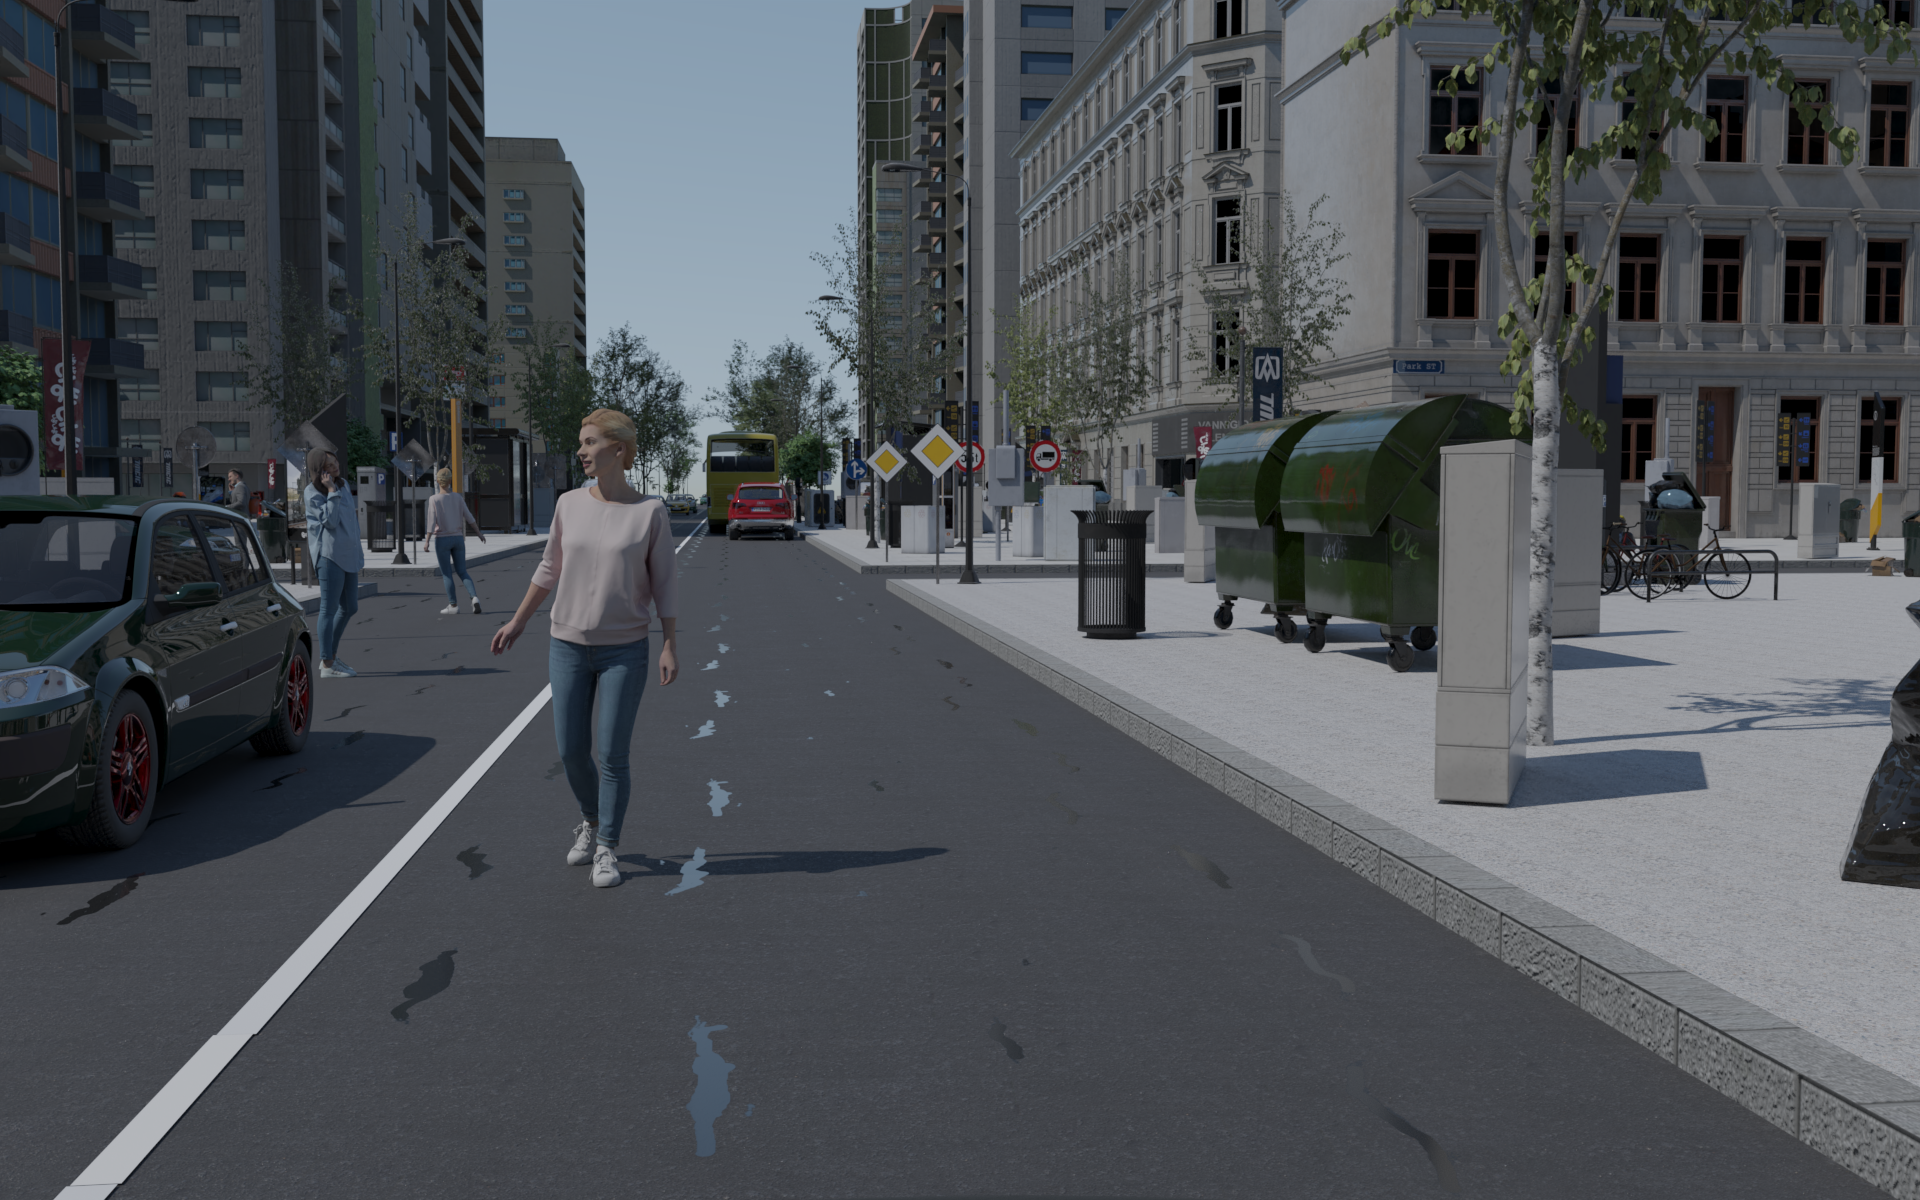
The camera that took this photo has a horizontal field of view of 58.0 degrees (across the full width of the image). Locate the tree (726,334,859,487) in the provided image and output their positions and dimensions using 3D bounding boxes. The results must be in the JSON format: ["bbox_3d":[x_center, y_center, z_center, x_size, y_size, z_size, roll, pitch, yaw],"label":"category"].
[{"bbox_3d":[-9.160,-10.186,100.949,7.601,10.594,8.767,2,4,31],"label":"tree"}]

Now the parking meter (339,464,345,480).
[{"bbox_3d":[-12.105,-1.713,33.726,0.255,1.863,0.399,-1,4,-19],"label":"parking meter"}]

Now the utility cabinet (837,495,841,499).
[{"bbox_3d":[-6.083,-4.787,89.435,0.306,1.237,1.020,1,4,13],"label":"utility cabinet"}]

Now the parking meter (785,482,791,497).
[{"bbox_3d":[-8.627,-4.966,86.897,0.255,1.863,0.399,0,4,-6],"label":"parking meter"}]

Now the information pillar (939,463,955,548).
[{"bbox_3d":[-0.320,-2.231,40.971,0.304,2.012,0.304,-1,4,-18],"label":"information pillar"}]

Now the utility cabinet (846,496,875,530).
[{"bbox_3d":[-3.594,-3.146,62.605,1.020,1.237,0.306,1,4,8],"label":"utility cabinet"}]

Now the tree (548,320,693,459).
[{"bbox_3d":[-18.676,-9.689,92.820,7.601,10.594,8.767,2,4,25],"label":"tree"}]

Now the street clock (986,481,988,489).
[{"bbox_3d":[1.647,-5.532,95.022,0.471,2.002,0.358,3,5,41],"label":"street clock"}]

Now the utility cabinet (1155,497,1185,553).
[{"bbox_3d":[4.754,-1.621,37.665,1.020,1.237,0.306,-1,4,-15],"label":"utility cabinet"}]

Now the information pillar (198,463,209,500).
[{"bbox_3d":[-35.627,-5.522,81.645,0.504,3.616,0.183,-2,4,-30],"label":"information pillar"}]

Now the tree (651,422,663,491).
[{"bbox_3d":[-22.646,-10.492,121.900,4.360,8.622,3.978,0,3,0],"label":"tree"}]

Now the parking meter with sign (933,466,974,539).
[{"bbox_3d":[-0.436,-3.275,49.812,1.738,3.016,0.543,-1,4,-15],"label":"parking meter with sign"}]

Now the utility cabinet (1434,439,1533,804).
[{"bbox_3d":[2.301,0.065,7.610,0.318,1.500,1.173,1,4,21],"label":"utility cabinet"}]

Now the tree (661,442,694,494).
[{"bbox_3d":[-40.248,-17.996,244.600,4.737,8.622,4.395,0,3,0],"label":"tree"}]

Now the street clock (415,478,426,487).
[{"bbox_3d":[-24.328,-4.500,78.147,0.471,2.002,0.358,-2,4,-26],"label":"street clock"}]

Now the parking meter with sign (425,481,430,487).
[{"bbox_3d":[-30.532,-6.253,98.499,1.738,3.016,0.543,0,4,-5],"label":"parking meter with sign"}]

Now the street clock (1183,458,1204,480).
[{"bbox_3d":[4.707,-1.836,34.596,0.471,2.002,0.358,3,5,43],"label":"street clock"}]

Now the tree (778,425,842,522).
[{"bbox_3d":[-6.974,-5.970,81.315,4.285,4.588,4.351,0,3,0],"label":"tree"}]

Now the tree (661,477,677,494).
[{"bbox_3d":[-30.443,-11.493,182.504,1.663,3.219,1.824,0,3,0],"label":"tree"}]

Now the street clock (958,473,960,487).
[{"bbox_3d":[-0.136,-3.362,59.538,0.358,2.002,0.471,-1,4,-15],"label":"street clock"}]

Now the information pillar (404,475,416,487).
[{"bbox_3d":[-20.798,-3.728,65.446,0.304,2.012,0.304,-3,4,-38],"label":"information pillar"}]

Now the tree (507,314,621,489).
[{"bbox_3d":[-16.584,-7.366,70.802,4.737,8.622,4.395,0,3,0],"label":"tree"}]

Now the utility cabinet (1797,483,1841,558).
[{"bbox_3d":[17.088,-1.575,34.423,1.173,1.500,0.318,-3,5,-40],"label":"utility cabinet"}]

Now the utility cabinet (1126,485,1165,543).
[{"bbox_3d":[4.781,-2.225,45.059,0.318,1.500,1.173,3,5,42],"label":"utility cabinet"}]

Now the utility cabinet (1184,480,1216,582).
[{"bbox_3d":[3.540,-1.022,25.394,0.318,1.500,1.173,1,4,19],"label":"utility cabinet"}]

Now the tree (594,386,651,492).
[{"bbox_3d":[-21.976,-9.789,110.420,4.360,8.622,3.978,0,3,0],"label":"tree"}]

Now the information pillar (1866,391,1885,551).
[{"bbox_3d":[20.784,-2.929,39.251,0.183,3.616,0.504,1,4,10],"label":"information pillar"}]

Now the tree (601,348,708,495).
[{"bbox_3d":[-26.147,-14.267,143.638,12.009,13.543,11.850,0,3,0],"label":"tree"}]

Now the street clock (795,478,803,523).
[{"bbox_3d":[-7.121,-4.405,76.599,0.358,2.002,0.471,0,4,8],"label":"street clock"}]

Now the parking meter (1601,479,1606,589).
[{"bbox_3d":[8.595,-0.929,23.605,0.372,1.533,0.369,0,3,0],"label":"parking meter"}]

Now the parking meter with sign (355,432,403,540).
[{"bbox_3d":[-16.594,-3.217,48.861,1.738,3.016,0.543,1,4,21],"label":"parking meter with sign"}]

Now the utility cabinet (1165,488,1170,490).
[{"bbox_3d":[7.993,-3.510,66.066,0.318,1.500,1.173,1,4,15],"label":"utility cabinet"}]

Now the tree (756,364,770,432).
[{"bbox_3d":[-8.572,-8.544,90.057,4.360,8.622,3.978,0,3,0],"label":"tree"}]

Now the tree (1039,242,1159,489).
[{"bbox_3d":[4.266,-6.177,51.350,4.360,8.622,3.978,0,3,0],"label":"tree"}]

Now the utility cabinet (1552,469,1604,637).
[{"bbox_3d":[5.198,-0.414,15.448,1.173,1.500,0.318,-2,4,-30],"label":"utility cabinet"}]

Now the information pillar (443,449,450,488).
[{"bbox_3d":[-25.517,-5.796,86.112,0.504,3.616,0.183,3,5,45],"label":"information pillar"}]

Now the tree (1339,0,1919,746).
[{"bbox_3d":[3.199,-3.564,8.632,4.737,8.622,4.395,0,3,0],"label":"tree"}]

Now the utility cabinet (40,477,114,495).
[{"bbox_3d":[-12.097,-0.902,23.422,1.173,1.500,0.318,-3,5,-40],"label":"utility cabinet"}]

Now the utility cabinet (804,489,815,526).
[{"bbox_3d":[-6.032,-3.731,69.687,0.318,1.500,1.173,0,4,2],"label":"utility cabinet"}]

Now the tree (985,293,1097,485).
[{"bbox_3d":[2.803,-6.895,63.104,4.737,8.622,4.395,0,3,0],"label":"tree"}]

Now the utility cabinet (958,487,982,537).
[{"bbox_3d":[0.070,-2.597,51.137,1.173,1.500,0.318,0,4,4],"label":"utility cabinet"}]

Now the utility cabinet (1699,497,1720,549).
[{"bbox_3d":[17.608,-1.830,41.087,0.306,1.237,1.020,0,4,-6],"label":"utility cabinet"}]

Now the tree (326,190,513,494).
[{"bbox_3d":[-12.749,-5.610,42.089,4.360,8.622,3.978,0,3,0],"label":"tree"}]

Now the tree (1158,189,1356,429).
[{"bbox_3d":[7.468,-5.550,41.101,4.360,8.622,3.978,0,3,0],"label":"tree"}]

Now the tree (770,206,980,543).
[{"bbox_3d":[-1.941,-5.786,44.958,4.360,8.622,3.978,0,3,0],"label":"tree"}]
